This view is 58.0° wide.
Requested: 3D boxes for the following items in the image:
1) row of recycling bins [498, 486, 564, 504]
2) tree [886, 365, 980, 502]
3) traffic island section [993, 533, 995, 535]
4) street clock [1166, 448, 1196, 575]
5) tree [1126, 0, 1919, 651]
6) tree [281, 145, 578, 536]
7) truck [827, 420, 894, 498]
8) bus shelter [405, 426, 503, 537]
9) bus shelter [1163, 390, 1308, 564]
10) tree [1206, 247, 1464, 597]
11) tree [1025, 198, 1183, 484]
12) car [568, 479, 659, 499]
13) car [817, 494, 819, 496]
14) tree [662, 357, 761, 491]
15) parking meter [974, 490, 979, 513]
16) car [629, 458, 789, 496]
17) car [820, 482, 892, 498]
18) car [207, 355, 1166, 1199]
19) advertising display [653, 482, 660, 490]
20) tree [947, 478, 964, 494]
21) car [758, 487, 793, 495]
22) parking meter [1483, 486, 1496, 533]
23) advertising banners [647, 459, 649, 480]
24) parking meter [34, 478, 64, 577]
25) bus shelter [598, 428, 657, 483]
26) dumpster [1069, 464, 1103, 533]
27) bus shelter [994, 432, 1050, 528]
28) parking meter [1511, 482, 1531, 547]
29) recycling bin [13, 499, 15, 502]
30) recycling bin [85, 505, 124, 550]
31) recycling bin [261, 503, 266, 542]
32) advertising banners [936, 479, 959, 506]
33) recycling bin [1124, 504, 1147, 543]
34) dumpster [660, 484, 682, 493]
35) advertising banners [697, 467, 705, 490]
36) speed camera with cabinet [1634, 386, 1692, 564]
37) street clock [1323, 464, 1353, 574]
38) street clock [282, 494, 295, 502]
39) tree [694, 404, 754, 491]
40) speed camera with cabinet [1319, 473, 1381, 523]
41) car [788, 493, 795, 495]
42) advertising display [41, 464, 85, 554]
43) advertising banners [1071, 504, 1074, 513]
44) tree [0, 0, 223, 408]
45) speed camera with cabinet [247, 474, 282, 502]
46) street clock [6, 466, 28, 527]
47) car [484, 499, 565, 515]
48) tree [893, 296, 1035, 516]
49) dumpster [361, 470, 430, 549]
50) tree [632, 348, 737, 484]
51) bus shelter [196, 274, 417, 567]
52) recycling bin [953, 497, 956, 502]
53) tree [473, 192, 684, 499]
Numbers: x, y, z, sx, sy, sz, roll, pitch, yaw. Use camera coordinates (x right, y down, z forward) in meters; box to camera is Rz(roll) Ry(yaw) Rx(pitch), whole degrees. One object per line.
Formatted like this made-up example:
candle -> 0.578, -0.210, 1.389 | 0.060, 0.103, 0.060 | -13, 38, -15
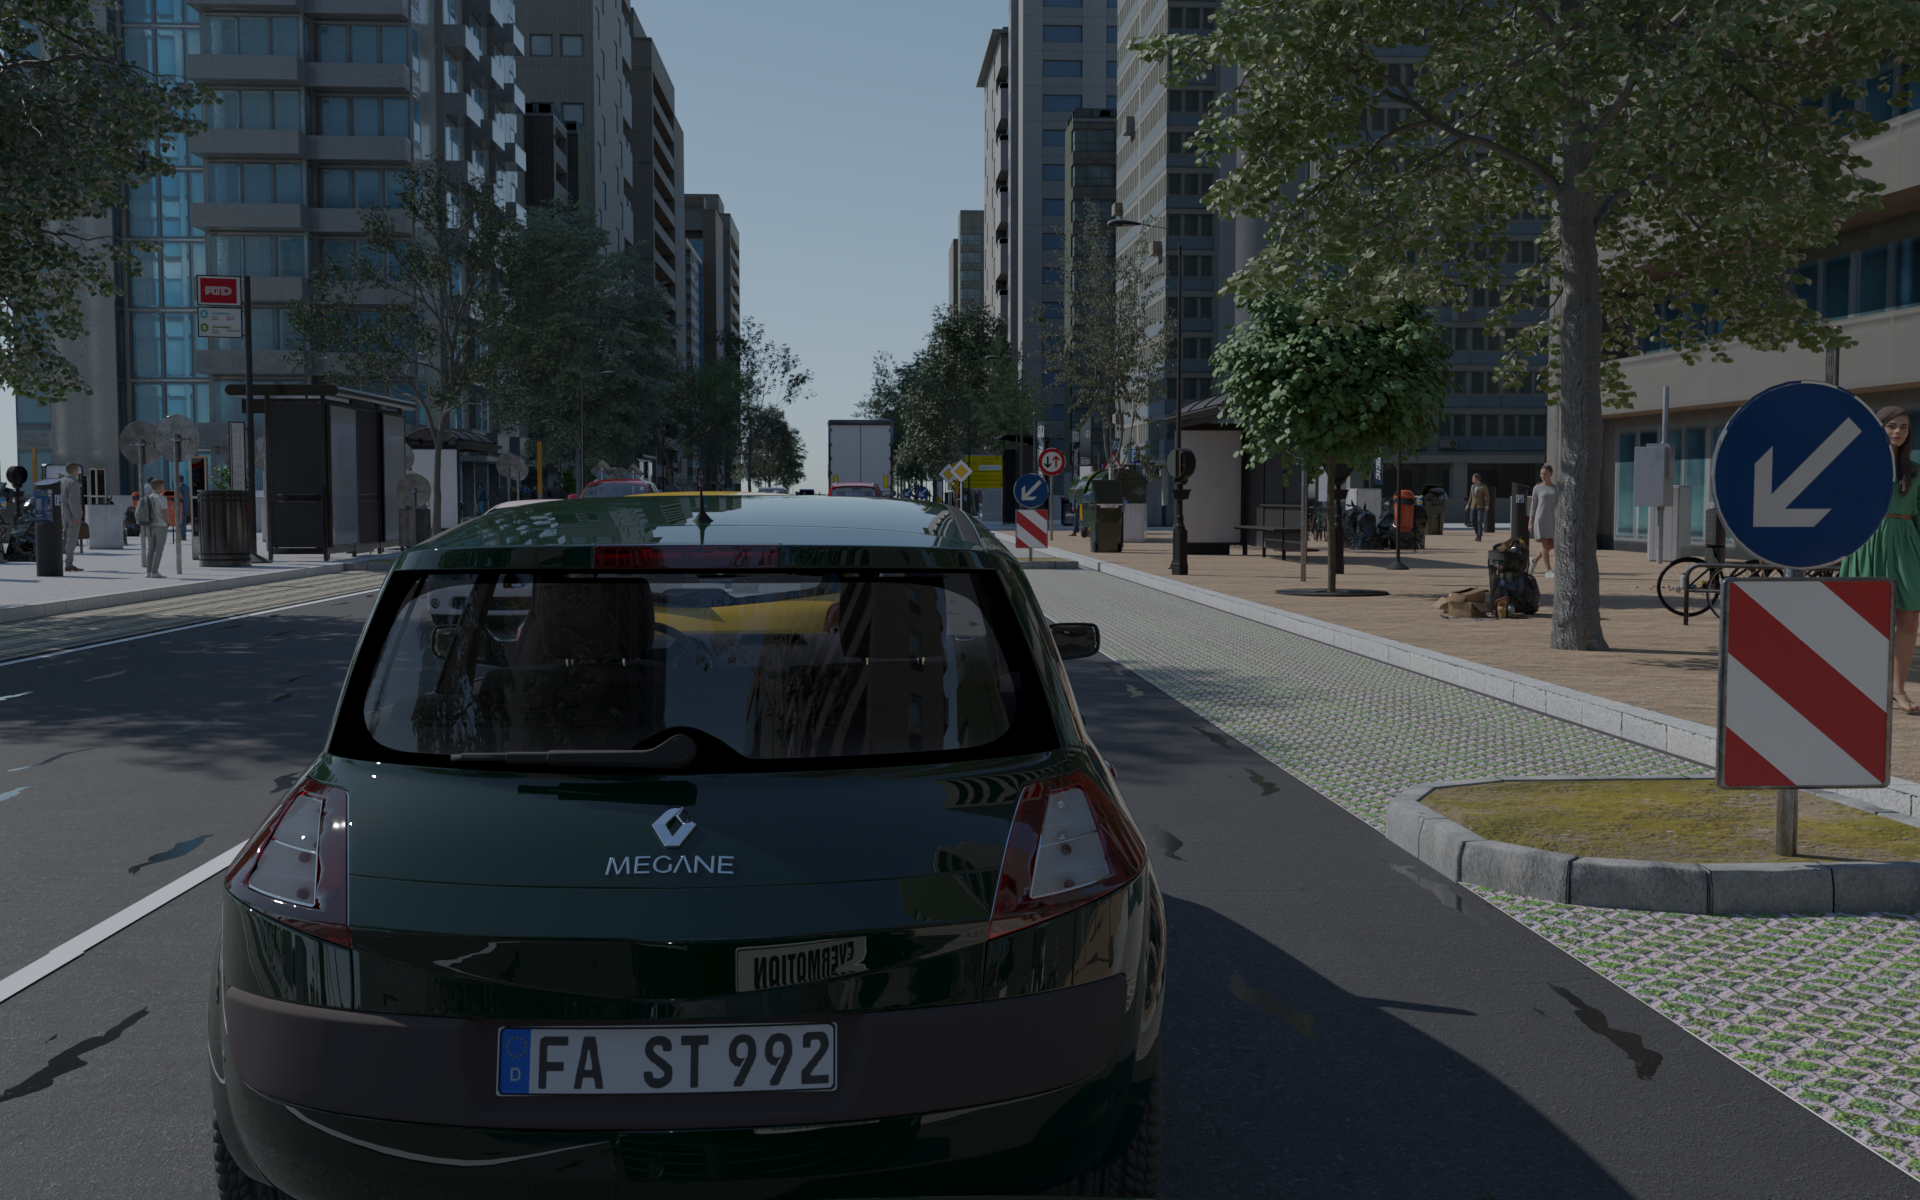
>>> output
row of recycling bins -> -21.410, -4.852, 86.447 | 1.069, 1.692, 3.534 | 3, 5, 44
tree -> -1.355, -12.367, 127.958 | 9.928, 11.665, 9.643 | 0, 3, 0
traffic island section -> 0.085, -2.210, 58.409 | 2.009, 0.180, 2.903 | 0, 4, -3
street clock -> 3.491, -1.399, 27.437 | 0.358, 2.002, 0.471 | -2, 4, -35
tree -> 4.785, -5.848, 13.741 | 7.486, 12.596, 7.792 | 0, 3, 0
tree -> -14.498, -6.905, 47.313 | 8.767, 10.594, 7.601 | 0, 4, -4
truck -> -4.065, -5.008, 70.788 | 2.839, 4.237, 11.283 | 0, 4, -3
bus shelter -> -15.994, -3.712, 54.612 | 2.014, 3.302, 5.546 | 0, 4, -3
bus shelter -> 5.461, -2.456, 34.073 | 2.014, 3.302, 5.546 | 0, 4, -3
tree -> 4.797, -2.357, 22.244 | 4.285, 4.588, 4.351 | 0, 3, 0
tree -> 3.744, -5.659, 42.888 | 4.360, 8.622, 3.978 | 0, 3, 0
car -> -8.418, -2.087, 42.795 | 2.281, 1.827, 5.304 | 0, 4, -4
car -> -20.123, -14.074, 239.696 | 1.945, 1.707, 3.694 | 0, 4, -4
tree -> -18.635, -12.464, 129.549 | 9.928, 11.665, 9.643 | 0, 3, 0
parking meter -> 1.062, -6.807, 117.013 | 0.399, 1.863, 0.255 | -3, 4, -36
car -> -1.259, 0.066, 9.139 | 2.015, 1.641, 3.980 | 0, 4, -4
car -> -3.292, -2.803, 54.507 | 2.281, 1.827, 5.304 | 0, 4, -2
car -> -0.551, 0.312, 4.693 | 2.009, 1.686, 4.222 | 0, 4, -3
advertising display -> -16.957, -5.569, 96.272 | 0.123, 1.923, 0.974 | -3, 4, -36
tree -> -0.124, -7.095, 110.611 | 1.663, 3.219, 1.824 | 0, 3, 0
car -> -10.193, -5.230, 94.180 | 2.281, 1.827, 5.304 | 0, 4, -4
parking meter -> 17.550, -2.996, 57.395 | 0.372, 1.533, 0.369 | 0, 3, 0
advertising banners -> -15.909, -5.620, 88.068 | 0.090, 3.025, 2.074 | -1, 4, -13
parking meter -> -14.204, -1.136, 26.992 | 0.372, 1.533, 0.369 | 0, 3, 0
bus shelter -> -17.501, -6.920, 90.777 | 2.179, 5.291, 8.768 | 0, 4, -3
dumpster -> 4.390, -3.294, 56.356 | 1.502, 2.255, 1.985 | 0, 4, -3
bus shelter -> 2.456, -4.764, 69.176 | 1.731, 3.624, 6.357 | 0, 4, -3
parking meter -> 11.767, -1.709, 36.349 | 0.372, 1.533, 0.369 | 0, 3, 0
recycling bin -> -67.217, -6.807, 123.850 | 0.722, 1.027, 0.722 | 3, 5, 42
recycling bin -> -19.976, -1.705, 40.430 | 0.722, 1.027, 0.722 | -2, 4, -32
recycling bin -> -18.391, -2.084, 46.628 | 0.722, 1.027, 0.722 | -1, 4, -18
advertising banners -> -0.644, -7.406, 117.278 | 2.074, 3.025, 0.090 | 1, 4, 22
recycling bin -> 4.559, -2.037, 45.867 | 0.722, 1.027, 0.722 | 1, 4, 13
dumpster -> -16.853, -5.822, 100.940 | 1.264, 1.857, 1.865 | 0, 4, -3
advertising banners -> -17.701, -7.163, 113.299 | 2.074, 3.025, 0.090 | 0, 4, 4
speed camera with cabinet -> 13.227, -2.338, 32.568 | 0.660, 3.252, 2.038 | 3, 4, 36
street clock -> 6.057, -1.417, 27.743 | 0.471, 2.002, 0.358 | 1, 4, 23
street clock -> -16.323, -2.297, 42.122 | 0.358, 2.002, 0.471 | 0, 4, -3
tree -> -19.299, -11.459, 137.723 | 4.360, 8.622, 3.978 | 0, 3, 0
speed camera with cabinet -> 12.185, -3.654, 54.085 | 2.038, 3.252, 0.660 | -2, 4, -26
car -> -13.799, -7.870, 137.715 | 2.155, 1.783, 4.494 | 0, 4, -2
advertising display -> -19.258, -1.957, 37.204 | 0.123, 1.923, 0.974 | 1, 4, 22
advertising banners -> 8.337, -7.297, 115.497 | 2.074, 3.025, 0.090 | 1, 4, 21
tree -> -12.784, -6.835, 18.415 | 9.857, 13.997, 8.962 | 0, 3, 0
speed camera with cabinet -> -29.557, -4.811, 72.989 | 2.038, 3.252, 0.660 | 1, 4, 21
street clock -> -24.128, -2.433, 44.358 | 0.358, 2.002, 0.471 | 1, 4, 20
car -> -4.832, -0.488, 20.336 | 2.083, 1.381, 4.827 | 0, 4, -1
tree -> 0.505, -11.221, 100.469 | 9.611, 12.733, 9.660 | 0, 3, 0
dumpster -> -13.280, -2.136, 40.678 | 1.264, 1.857, 1.865 | 0, 4, -4
tree -> -17.931, -10.635, 108.295 | 8.767, 10.594, 7.601 | 0, 4, 4
bus shelter -> -13.031, -3.480, 34.525 | 2.179, 5.291, 8.768 | 0, 4, -4
recycling bin -> -0.212, -7.717, 138.727 | 0.722, 1.027, 0.722 | 2, 4, 31
tree -> -16.065, -10.204, 73.493 | 9.857, 13.997, 8.962 | 0, 3, 0
